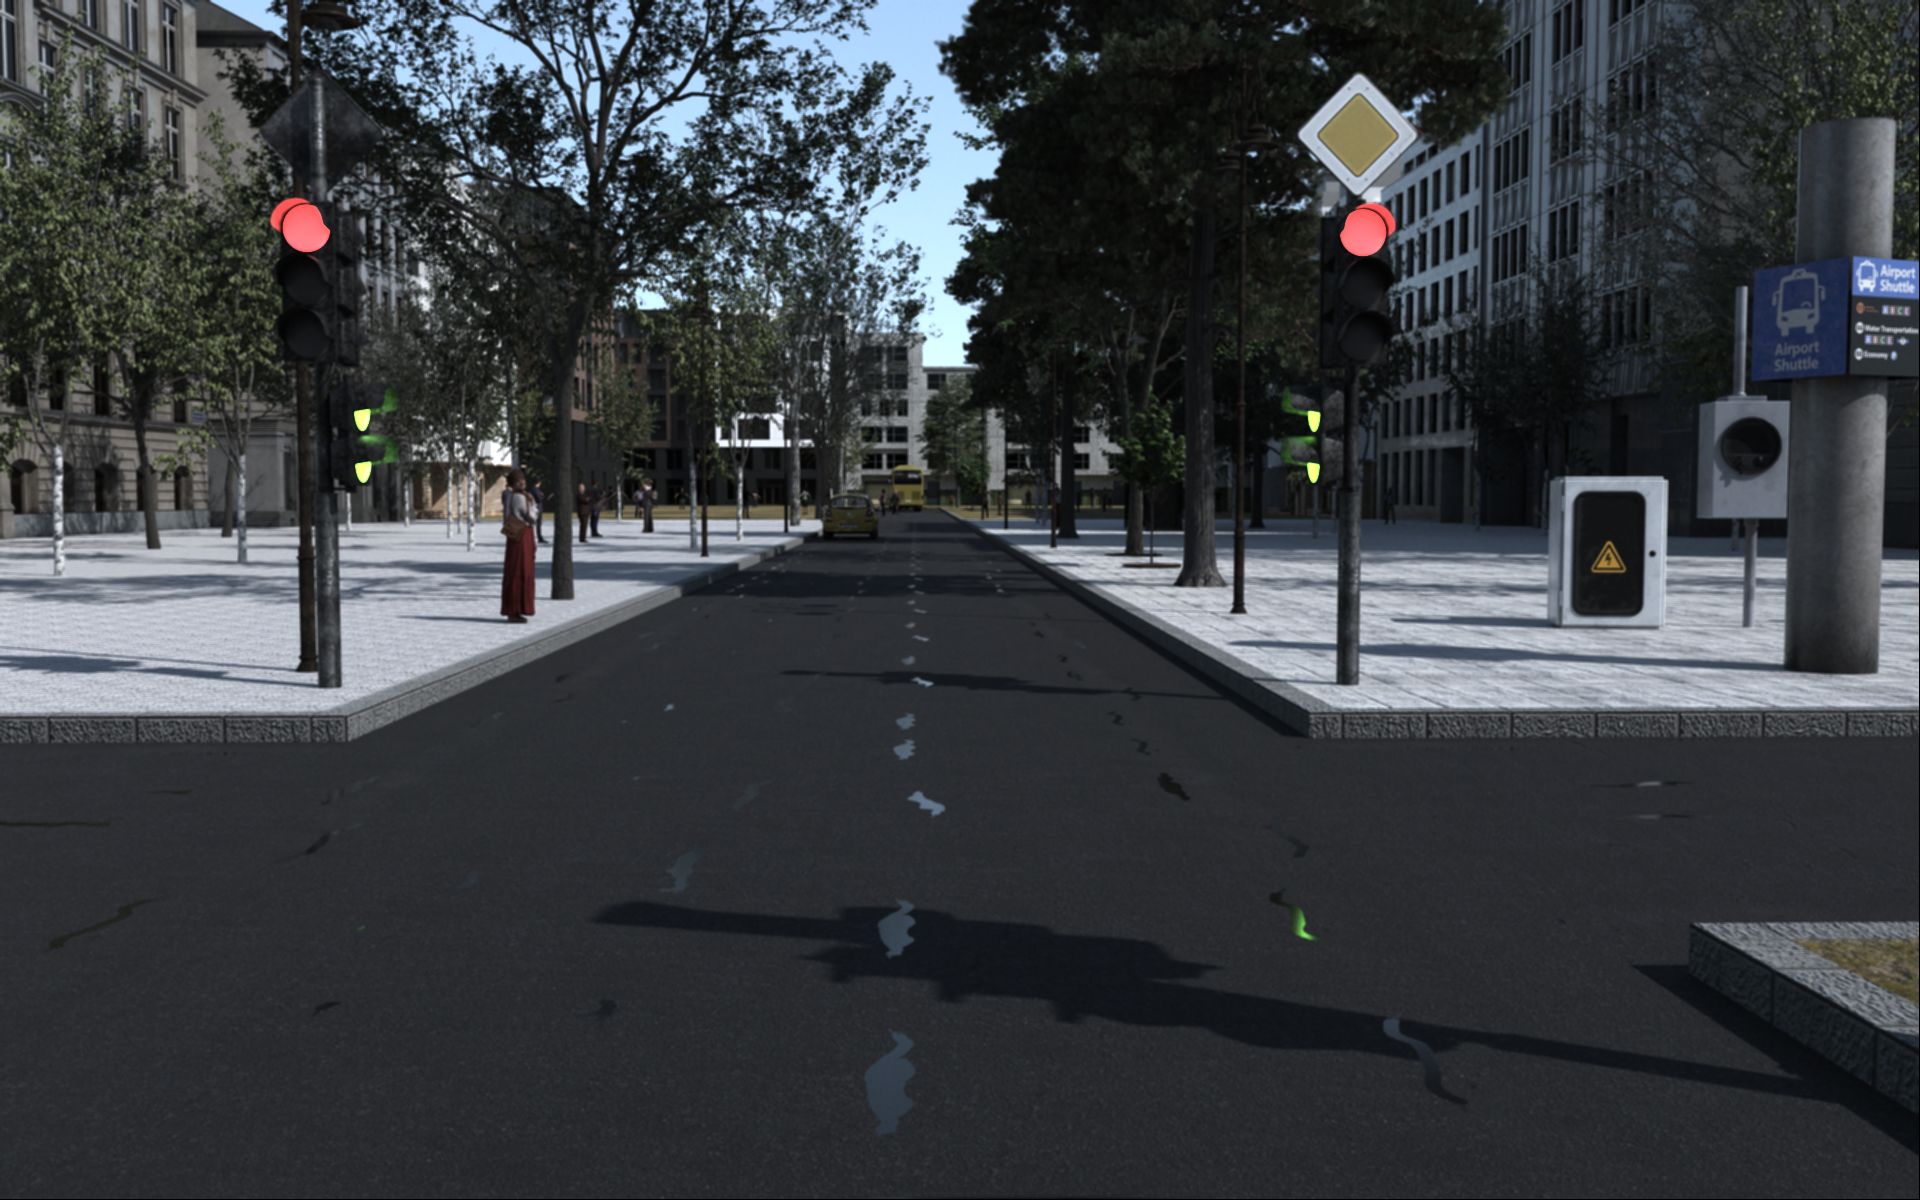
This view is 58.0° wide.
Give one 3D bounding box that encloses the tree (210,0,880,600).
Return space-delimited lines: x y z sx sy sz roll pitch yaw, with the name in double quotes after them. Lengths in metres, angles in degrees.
-4.907 -5.262 20.448 8.767 10.594 7.601 0 4 6 "tree"

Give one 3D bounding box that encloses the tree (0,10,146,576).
-14.150 -4.699 27.186 4.737 8.622 4.395 0 3 0 "tree"

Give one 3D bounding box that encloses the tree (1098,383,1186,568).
3.234 -2.186 30.339 1.663 3.219 1.824 0 3 0 "tree"

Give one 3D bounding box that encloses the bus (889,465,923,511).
-4.521 -9.462 146.246 2.896 3.916 12.252 0 4 -3 "bus"

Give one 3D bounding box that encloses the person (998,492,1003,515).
2.462 -5.954 106.648 0.557 1.426 1.065 -1 4 -9 "person"

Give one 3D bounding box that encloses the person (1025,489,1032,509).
5.869 -8.628 148.028 0.541 1.710 0.530 3 4 38 "person"

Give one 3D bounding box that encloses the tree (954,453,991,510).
0.952 -9.360 136.746 4.285 4.588 4.351 0 3 0 "tree"

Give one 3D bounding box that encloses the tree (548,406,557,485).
-21.381 -8.181 84.127 4.737 8.622 4.395 0 3 0 "tree"

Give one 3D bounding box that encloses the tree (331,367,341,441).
-15.087 -6.113 50.307 4.360 8.622 3.978 0 3 0 "tree"

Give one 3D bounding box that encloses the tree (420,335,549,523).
-21.580 -7.732 76.781 4.737 8.622 4.395 0 3 0 "tree"

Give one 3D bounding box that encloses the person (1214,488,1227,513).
17.408 -6.729 116.879 1.217 1.723 0.721 0 4 -3 "person"

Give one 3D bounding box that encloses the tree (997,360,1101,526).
3.585 -7.264 69.125 4.360 8.622 3.978 0 3 0 "tree"

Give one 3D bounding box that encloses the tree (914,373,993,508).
-0.594 -14.984 163.118 7.486 12.596 7.792 0 3 0 "tree"

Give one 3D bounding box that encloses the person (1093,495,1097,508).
12.673 -9.477 164.223 0.991 1.433 0.599 1 4 20 "person"

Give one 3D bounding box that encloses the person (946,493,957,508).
-0.836 -9.207 159.840 1.065 1.426 0.557 1 4 8 "person"

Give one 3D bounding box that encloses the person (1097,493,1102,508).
12.949 -9.177 159.352 0.557 1.426 1.065 -2 4 -31 "person"

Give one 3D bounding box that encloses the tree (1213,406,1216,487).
13.013 -8.099 82.774 4.360 8.622 3.978 0 3 0 "tree"

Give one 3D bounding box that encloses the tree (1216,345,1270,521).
10.050 -6.086 49.867 4.360 8.622 3.978 0 3 0 "tree"

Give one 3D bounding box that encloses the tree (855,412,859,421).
-7.660 -9.145 99.876 4.360 8.622 3.978 0 3 0 "tree"

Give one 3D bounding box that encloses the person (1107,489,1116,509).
12.936 -8.755 149.897 1.217 1.736 0.721 -1 4 -22 "person"

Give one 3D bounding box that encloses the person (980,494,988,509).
2.165 -8.927 152.077 0.705 1.814 1.350 -2 4 -25 "person"

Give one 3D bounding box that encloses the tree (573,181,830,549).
-6.011 -5.507 40.400 4.737 8.622 4.395 0 3 0 "tree"

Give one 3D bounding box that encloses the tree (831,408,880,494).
-8.576 -11.141 132.512 4.737 8.622 4.395 0 3 0 "tree"

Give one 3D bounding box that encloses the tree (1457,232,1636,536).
16.660 -5.959 47.792 4.360 8.622 3.978 0 3 0 "tree"

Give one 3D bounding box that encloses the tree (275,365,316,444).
-21.709 -6.744 60.632 4.360 8.622 3.978 0 3 0 "tree"

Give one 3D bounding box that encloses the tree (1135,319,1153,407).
9.761 -9.233 73.007 6.751 12.117 7.091 0 3 0 "tree"

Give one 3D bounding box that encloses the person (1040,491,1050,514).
5.496 -6.468 112.472 0.721 1.739 1.217 -2 4 -28 "person"

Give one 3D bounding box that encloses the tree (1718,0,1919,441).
11.245 -4.315 20.919 4.737 8.622 4.395 0 3 0 "tree"

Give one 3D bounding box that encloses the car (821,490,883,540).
-3.517 -2.799 55.987 2.015 1.641 3.980 0 4 -1 "car"

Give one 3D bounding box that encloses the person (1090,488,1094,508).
11.920 -9.251 156.929 0.705 1.869 1.348 0 4 5 "person"

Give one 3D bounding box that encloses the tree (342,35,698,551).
-7.160 -4.790 28.681 4.360 8.622 3.978 0 3 0 "tree"

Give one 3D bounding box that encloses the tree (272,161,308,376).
-13.785 -5.028 32.577 4.737 8.622 4.395 0 3 0 "tree"

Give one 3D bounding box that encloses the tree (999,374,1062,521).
3.899 -8.062 82.171 4.737 8.622 4.395 0 3 0 "tree"

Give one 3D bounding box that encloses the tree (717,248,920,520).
-7.093 -10.795 86.867 12.009 13.543 11.850 0 3 0 "tree"

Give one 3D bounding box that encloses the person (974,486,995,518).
1.331 -5.305 93.496 1.217 1.735 0.721 -1 4 -16 "person"

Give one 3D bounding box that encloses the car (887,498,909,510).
-5.610 -9.029 159.423 2.131 1.459 4.920 0 4 -3 "car"

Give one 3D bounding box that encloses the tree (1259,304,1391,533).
12.222 -6.529 57.109 4.737 8.622 4.395 0 3 0 "tree"

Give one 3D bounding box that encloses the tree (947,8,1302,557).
3.560 -6.703 35.348 9.928 11.665 9.643 0 3 0 "tree"

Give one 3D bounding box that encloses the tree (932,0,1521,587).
3.546 -7.127 23.951 7.806 13.903 7.818 0 3 0 "tree"

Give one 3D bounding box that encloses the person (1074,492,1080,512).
8.437 -7.021 124.102 0.557 1.426 1.065 1 4 22 "person"

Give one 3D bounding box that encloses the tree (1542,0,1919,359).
15.778 -7.391 31.210 12.009 13.543 11.850 0 3 0 "tree"

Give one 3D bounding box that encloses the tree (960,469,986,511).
1.216 -8.359 131.266 1.663 3.219 1.824 0 3 0 "tree"

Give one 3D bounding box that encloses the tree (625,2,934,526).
-8.129 -13.045 69.172 12.611 20.169 13.585 0 3 0 "tree"

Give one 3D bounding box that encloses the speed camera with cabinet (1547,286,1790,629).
6.742 -1.357 16.527 2.038 3.252 0.660 1 4 9 "speed camera with cabinet"

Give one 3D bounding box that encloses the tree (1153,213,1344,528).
11.258 -8.763 65.328 6.751 12.117 7.091 0 3 0 "tree"

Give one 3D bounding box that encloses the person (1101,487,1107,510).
11.731 -8.229 140.595 0.705 1.824 1.348 1 4 17 "person"

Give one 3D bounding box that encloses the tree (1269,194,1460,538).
9.964 -5.683 43.275 4.360 8.622 3.978 0 3 0 "tree"

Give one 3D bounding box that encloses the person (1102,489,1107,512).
10.578 -7.273 126.428 0.415 1.643 0.593 -2 4 -34 "person"

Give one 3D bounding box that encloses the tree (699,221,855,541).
-5.922 -5.961 47.820 4.360 8.622 3.978 0 3 0 "tree"
